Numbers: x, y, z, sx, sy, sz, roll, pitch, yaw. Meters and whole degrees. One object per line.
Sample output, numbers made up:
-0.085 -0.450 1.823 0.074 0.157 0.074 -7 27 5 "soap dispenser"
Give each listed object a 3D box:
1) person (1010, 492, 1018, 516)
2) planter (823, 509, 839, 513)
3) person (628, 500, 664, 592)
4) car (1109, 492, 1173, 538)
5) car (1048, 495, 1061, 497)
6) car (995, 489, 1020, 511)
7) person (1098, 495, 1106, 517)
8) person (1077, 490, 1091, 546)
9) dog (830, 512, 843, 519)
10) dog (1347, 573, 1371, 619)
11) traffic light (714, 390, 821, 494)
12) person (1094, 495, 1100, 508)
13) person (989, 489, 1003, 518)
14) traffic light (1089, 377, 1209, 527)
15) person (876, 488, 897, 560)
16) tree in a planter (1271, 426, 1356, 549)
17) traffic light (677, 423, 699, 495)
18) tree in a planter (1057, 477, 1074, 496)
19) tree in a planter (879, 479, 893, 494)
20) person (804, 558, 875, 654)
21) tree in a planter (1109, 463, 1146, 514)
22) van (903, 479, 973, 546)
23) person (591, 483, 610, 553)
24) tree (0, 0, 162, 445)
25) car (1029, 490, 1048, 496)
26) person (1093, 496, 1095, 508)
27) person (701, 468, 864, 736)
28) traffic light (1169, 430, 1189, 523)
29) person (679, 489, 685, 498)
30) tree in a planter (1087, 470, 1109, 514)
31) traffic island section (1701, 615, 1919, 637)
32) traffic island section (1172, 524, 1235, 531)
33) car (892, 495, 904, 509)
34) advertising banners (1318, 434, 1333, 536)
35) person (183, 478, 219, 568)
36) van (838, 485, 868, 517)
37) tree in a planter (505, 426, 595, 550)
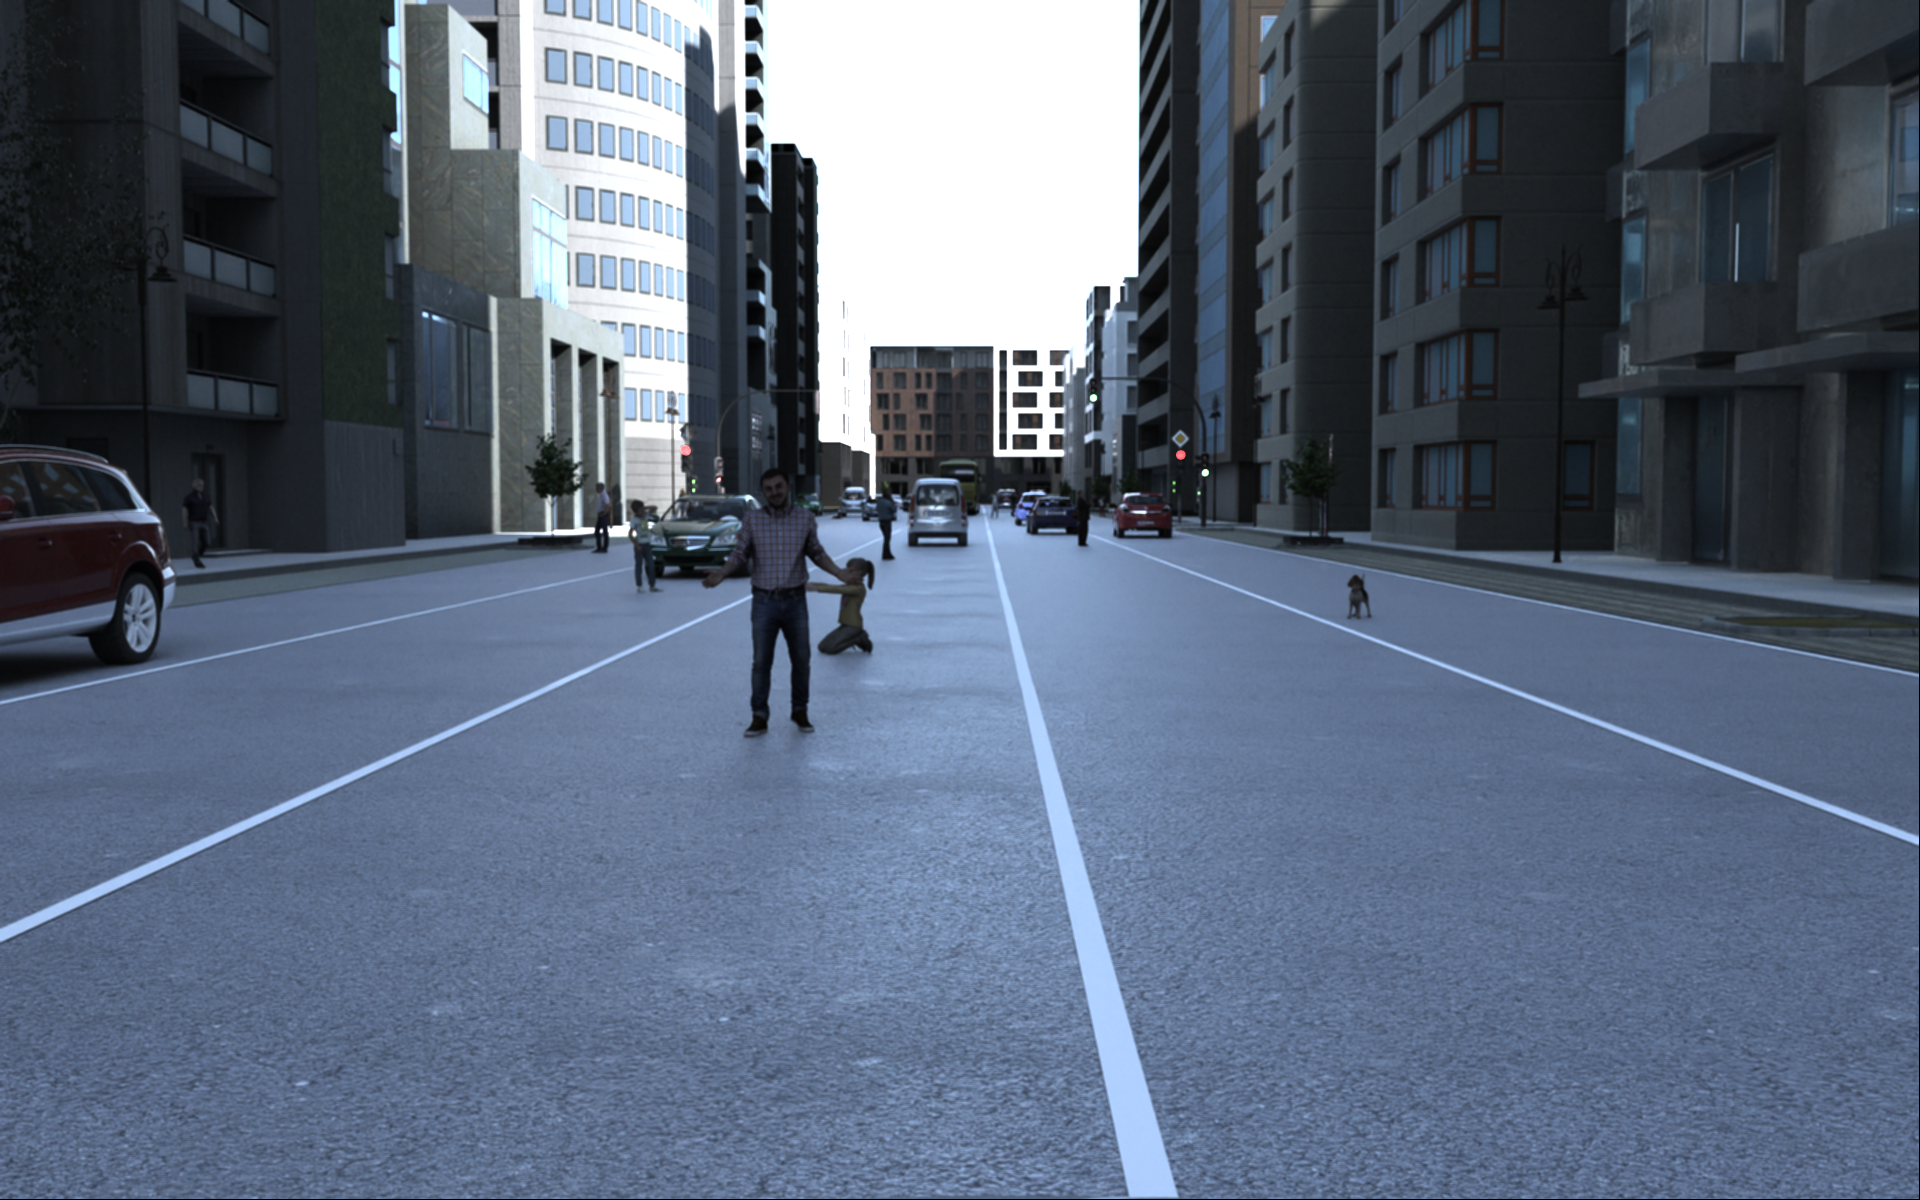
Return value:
3.465 -6.132 110.962 0.569 1.553 0.471 -1 4 -14 "person"
-9.684 -6.543 128.114 1.991 0.319 1.994 0 4 1 "planter"
-4.591 -0.789 25.305 0.340 1.345 0.435 2 4 31 "person"
6.081 -2.991 57.937 2.155 1.783 4.494 0 4 2 "car"
7.877 -8.130 145.504 1.945 1.354 3.894 0 4 3 "car"
3.885 -8.305 144.465 2.281 1.827 5.304 0 4 1 "car"
8.884 -5.847 108.015 0.435 1.345 0.340 -3 5 -44 "person"
3.430 -2.274 47.944 0.388 1.546 0.482 0 4 4 "person"
-7.168 -4.902 100.342 0.748 0.427 0.550 1 4 15 "dog"
4.621 -0.046 20.044 0.406 0.507 0.540 -1 4 -15 "dog"
-8.474 -6.183 75.761 4.771 5.953 1.251 0 4 1 "traffic light"
12.456 -9.227 157.428 0.617 1.759 0.750 1 4 13 "person"
2.097 -5.749 103.225 0.841 1.734 0.376 1 4 16 "person"
7.389 -5.674 67.434 4.771 5.953 1.251 0 4 1 "traffic light"
-1.596 -1.649 37.672 0.429 1.552 0.499 -1 4 -9 "person"
9.270 -2.963 45.671 1.991 3.239 1.994 0 4 1 "tree in a planter"
-10.658 -4.822 67.766 0.839 4.253 0.868 0 4 1 "traffic light"
10.783 -11.021 177.410 1.991 3.239 1.994 0 4 1 "tree in a planter"
-8.808 -12.679 204.528 1.991 3.239 1.994 0 4 1 "tree in a planter"
-1.107 0.051 15.593 0.695 0.859 0.347 -1 4 -19 "person"
9.900 -6.323 100.599 1.991 3.239 1.994 0 4 1 "tree in a planter"
-0.628 -2.566 48.965 2.013 2.044 4.112 0 4 -1 "van"
-8.753 -2.002 42.179 0.436 1.711 0.756 -1 4 -17 "person"
-13.328 -4.502 23.970 4.360 8.622 3.978 0 3 0 "tree"
7.491 -9.787 168.695 2.281 1.827 5.304 0 4 2 "car"
12.580 -9.420 160.855 0.721 1.735 1.217 0 4 -4 "person"
-1.084 0.008 10.327 0.963 1.587 0.435 -1 4 -18 "person"
9.573 -5.298 75.536 0.839 4.253 0.868 0 4 1 "traffic light"
-12.501 -4.259 78.213 0.480 1.512 0.613 -1 4 -15 "person"
10.195 -7.971 127.541 1.991 3.239 1.994 0 4 1 "tree in a planter"
8.954 0.284 18.230 1.991 0.108 1.994 0 4 1 "traffic island section"
9.522 -2.776 67.665 2.009 0.180 2.903 0 4 1 "traffic island section"
-6.348 -9.339 165.051 2.083 1.381 4.827 0 4 0 "car"
10.876 -3.381 51.462 0.090 3.025 2.074 0 4 2 "advertising banners"
-13.134 -1.328 29.966 0.569 1.553 0.471 -2 4 -24 "person"
-6.691 -6.288 109.825 2.013 2.044 4.112 0 4 -1 "van"
-10.630 -2.928 45.089 1.991 3.239 1.994 0 4 1 "tree in a planter"
